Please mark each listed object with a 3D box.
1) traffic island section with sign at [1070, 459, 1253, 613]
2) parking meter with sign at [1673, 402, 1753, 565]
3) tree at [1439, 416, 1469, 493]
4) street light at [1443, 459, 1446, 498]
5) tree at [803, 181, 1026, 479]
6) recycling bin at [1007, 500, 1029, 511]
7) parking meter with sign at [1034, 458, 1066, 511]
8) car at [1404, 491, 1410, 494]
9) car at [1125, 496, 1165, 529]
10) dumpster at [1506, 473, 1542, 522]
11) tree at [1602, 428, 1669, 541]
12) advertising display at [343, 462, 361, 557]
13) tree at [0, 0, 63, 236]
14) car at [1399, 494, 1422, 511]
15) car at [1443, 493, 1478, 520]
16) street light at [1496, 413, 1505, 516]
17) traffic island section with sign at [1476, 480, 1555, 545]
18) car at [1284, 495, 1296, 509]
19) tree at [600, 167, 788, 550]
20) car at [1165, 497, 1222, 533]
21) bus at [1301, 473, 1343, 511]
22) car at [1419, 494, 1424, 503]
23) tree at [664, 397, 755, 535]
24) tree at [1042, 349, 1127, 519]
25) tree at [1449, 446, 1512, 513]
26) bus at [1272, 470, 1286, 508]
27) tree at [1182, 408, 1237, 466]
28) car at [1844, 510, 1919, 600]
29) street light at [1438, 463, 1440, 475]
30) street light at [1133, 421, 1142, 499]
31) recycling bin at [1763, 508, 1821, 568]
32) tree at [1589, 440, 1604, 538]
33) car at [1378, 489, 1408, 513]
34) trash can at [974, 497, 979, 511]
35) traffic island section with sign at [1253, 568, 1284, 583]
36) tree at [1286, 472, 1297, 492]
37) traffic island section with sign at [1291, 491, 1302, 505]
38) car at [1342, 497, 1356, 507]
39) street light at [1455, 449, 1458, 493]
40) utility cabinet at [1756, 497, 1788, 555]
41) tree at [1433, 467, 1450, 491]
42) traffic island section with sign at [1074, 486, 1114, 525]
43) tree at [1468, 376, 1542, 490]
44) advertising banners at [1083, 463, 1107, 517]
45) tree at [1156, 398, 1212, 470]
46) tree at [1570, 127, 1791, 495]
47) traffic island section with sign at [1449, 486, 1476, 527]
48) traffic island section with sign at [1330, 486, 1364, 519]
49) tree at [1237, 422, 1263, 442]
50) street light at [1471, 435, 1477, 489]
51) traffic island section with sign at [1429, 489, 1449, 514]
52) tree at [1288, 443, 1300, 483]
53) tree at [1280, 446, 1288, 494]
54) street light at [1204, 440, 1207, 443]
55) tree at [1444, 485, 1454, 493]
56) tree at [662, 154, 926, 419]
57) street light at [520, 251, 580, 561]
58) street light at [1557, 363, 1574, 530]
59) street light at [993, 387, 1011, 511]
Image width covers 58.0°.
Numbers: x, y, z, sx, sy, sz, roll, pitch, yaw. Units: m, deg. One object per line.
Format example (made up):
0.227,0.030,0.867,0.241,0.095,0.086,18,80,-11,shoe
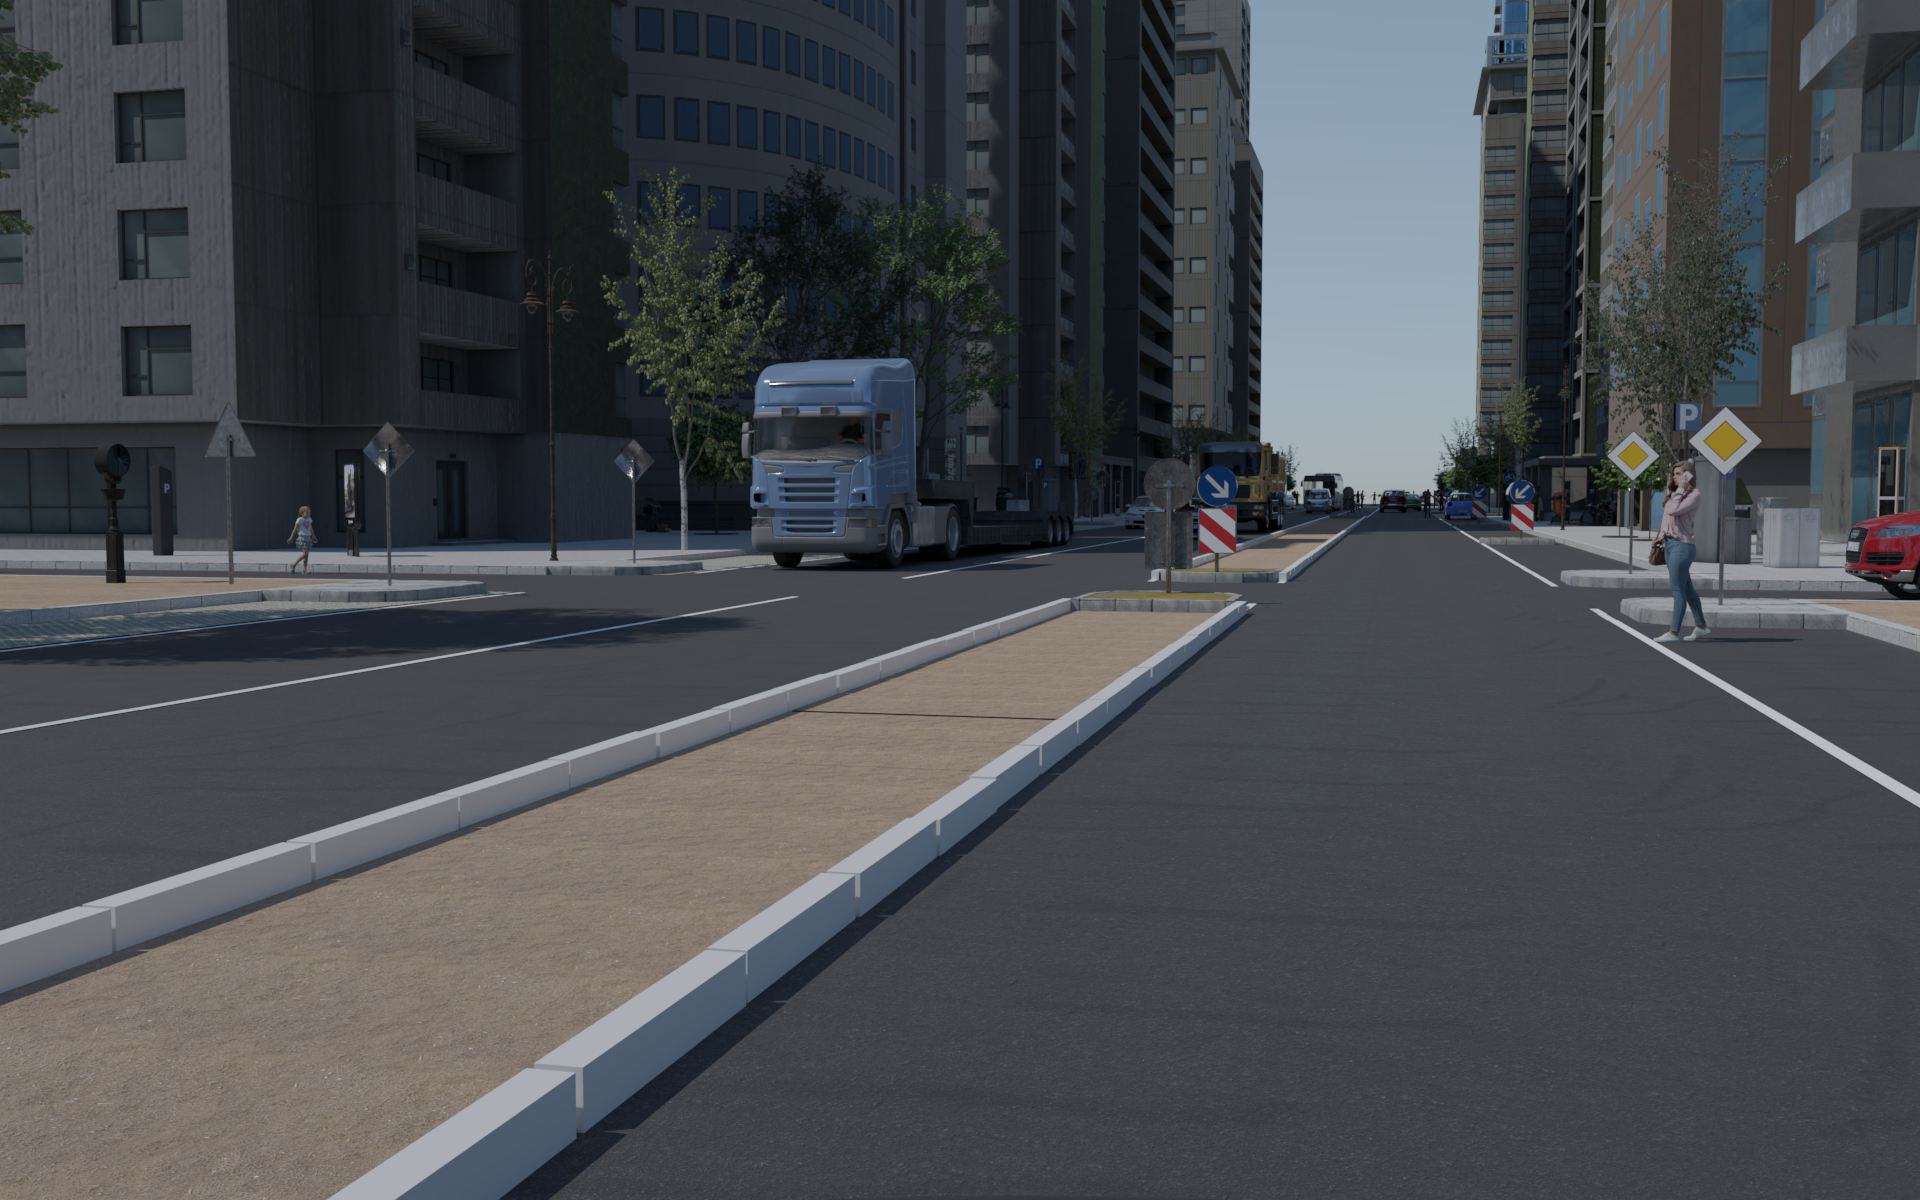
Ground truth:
2.542,-0.834,21.777,2.006,1.907,1.989,1,4,14,traffic island section with sign
14.036,-2.199,32.219,0.543,3.016,1.738,-1,4,-15,parking meter with sign
47.187,-12.973,162.474,4.737,8.622,4.395,0,3,0,tree
60.783,-14.956,217.317,0.468,5.910,1.993,1,4,14,street light
-1.505,-8.155,59.082,9.928,11.665,9.643,0,3,0,tree
2.477,-3.769,74.170,0.722,1.027,0.722,3,4,39,recycling bin
4.422,-5.400,84.543,1.738,3.016,0.543,-3,5,-44,parking meter with sign
51.836,-11.862,202.608,2.281,1.827,5.304,1,4,16,car
8.032,-3.669,72.357,2.083,1.381,4.827,1,4,13,car
26.484,-4.822,81.332,1.502,2.255,1.985,1,4,14,dumpster
18.981,-3.228,47.379,1.663,3.219,1.824,0,3,0,tree
-12.492,-1.859,35.604,0.123,1.923,0.974,-2,4,-32,advertising display
-12.245,-6.019,16.534,7.486,12.596,7.792,0,3,0,tree
37.597,-8.311,144.673,1.959,1.807,4.718,1,4,13,car
28.381,-5.416,98.145,1.945,1.707,3.694,1,4,13,car
30.893,-7.727,99.127,0.468,5.910,1.993,1,4,14,street light
16.057,-2.529,49.979,1.989,1.847,2.006,1,4,14,traffic island section with sign
30.715,-9.248,163.564,2.083,1.381,4.827,1,4,13,car
-6.204,-5.434,39.215,4.737,8.622,4.395,0,3,0,tree
7.601,-2.633,55.636,1.945,1.354,3.894,1,4,13,car
30.837,-9.298,146.881,2.948,3.499,13.247,1,4,16,bus
65.528,-14.369,244.519,1.945,1.707,3.694,1,4,15,car
-7.753,-4.364,55.068,4.285,4.588,4.351,0,3,0,tree
6.107,-8.421,88.045,4.737,8.622,4.395,0,3,0,tree
35.761,-8.148,116.928,4.285,4.588,4.351,0,3,0,tree
24.191,-8.920,137.392,2.896,3.916,12.252,1,4,15,bus
21.247,-12.164,149.238,4.737,8.622,4.395,0,3,0,tree
14.332,-0.832,22.271,5.304,1.827,2.281,1,4,13,car
70.299,-17.226,254.433,0.468,5.910,1.993,1,4,14,street light
10.893,-8.193,106.743,0.468,5.910,1.993,1,4,14,street light
14.513,-1.081,30.231,0.722,1.027,0.722,0,4,5,recycling bin
19.311,-3.446,50.944,1.663,3.219,1.824,0,3,0,tree
33.993,-7.783,135.924,2.281,1.827,5.304,1,4,13,car
0.409,-3.737,72.758,0.748,1.137,0.748,0,3,0,trash can
4.368,-1.273,28.956,2.006,1.907,1.989,1,4,14,traffic island section with sign
48.079,-16.620,255.452,4.285,4.588,4.351,0,3,0,tree
45.317,-13.835,234.822,1.989,1.847,2.006,1,4,14,traffic island section with sign
42.745,-11.088,191.083,2.009,1.686,4.222,1,4,16,car
49.603,-12.259,173.219,0.468,5.910,1.993,1,4,14,street light
17.180,-1.557,36.626,0.306,1.237,1.020,3,5,44,utility cabinet
53.506,-12.395,186.371,4.285,4.588,4.351,0,3,0,tree
6.043,-4.340,79.591,1.989,1.847,2.006,1,4,14,traffic island section with sign
34.554,-9.690,108.800,4.737,8.622,4.395,0,3,0,tree
7.510,-6.094,95.827,0.090,3.025,2.074,3,5,42,advertising banners
17.119,-11.137,132.452,4.360,8.622,3.978,0,3,0,tree
14.991,-5.215,35.636,4.360,8.622,3.978,0,3,0,tree
22.674,-4.127,76.112,1.989,1.847,2.006,1,4,14,traffic island section with sign
22.790,-5.729,101.810,2.006,1.907,1.989,1,4,14,traffic island section with sign
28.080,-13.676,173.969,4.737,8.622,4.395,0,3,0,tree
40.142,-9.953,135.518,0.468,5.910,1.993,1,4,14,street light
34.988,-7.104,124.785,1.989,1.847,2.006,1,4,14,traffic island section with sign
47.201,-18.362,250.586,4.737,8.622,4.395,0,3,0,tree
34.368,-15.311,200.696,4.737,8.622,4.395,0,3,0,tree
20.447,-10.496,144.403,0.468,5.910,1.993,1,4,14,street light
57.851,-12.825,204.297,1.663,3.219,1.824,0,3,0,tree
-4.704,-6.917,47.510,7.601,10.594,8.767,1,4,17,tree
-7.797,-3.688,33.089,0.468,5.910,1.993,1,4,14,street light
21.412,-5.417,61.353,0.468,5.910,1.993,1,4,14,street light
1.719,-5.976,70.490,0.468,5.910,1.993,1,4,14,street light
